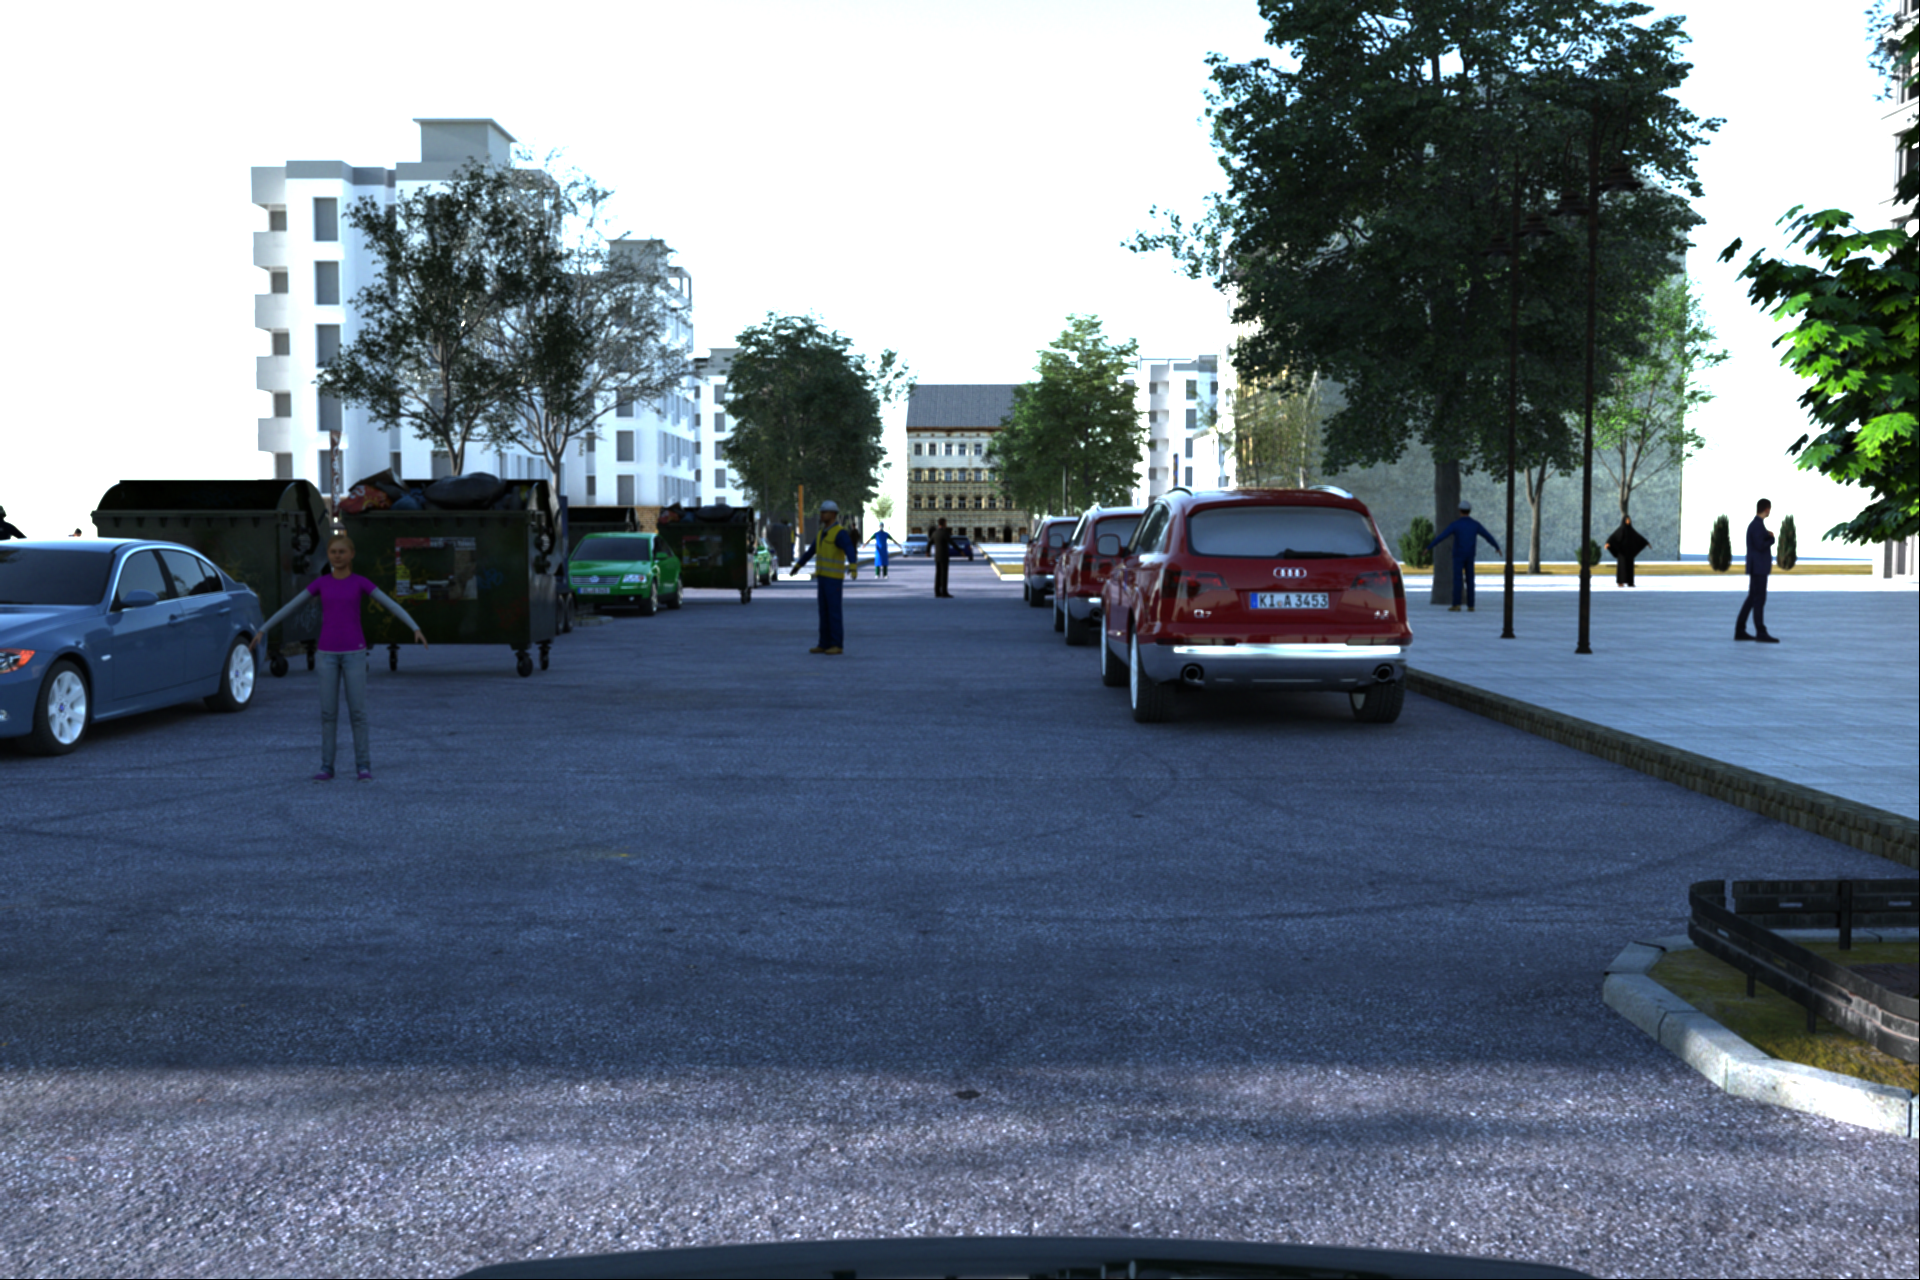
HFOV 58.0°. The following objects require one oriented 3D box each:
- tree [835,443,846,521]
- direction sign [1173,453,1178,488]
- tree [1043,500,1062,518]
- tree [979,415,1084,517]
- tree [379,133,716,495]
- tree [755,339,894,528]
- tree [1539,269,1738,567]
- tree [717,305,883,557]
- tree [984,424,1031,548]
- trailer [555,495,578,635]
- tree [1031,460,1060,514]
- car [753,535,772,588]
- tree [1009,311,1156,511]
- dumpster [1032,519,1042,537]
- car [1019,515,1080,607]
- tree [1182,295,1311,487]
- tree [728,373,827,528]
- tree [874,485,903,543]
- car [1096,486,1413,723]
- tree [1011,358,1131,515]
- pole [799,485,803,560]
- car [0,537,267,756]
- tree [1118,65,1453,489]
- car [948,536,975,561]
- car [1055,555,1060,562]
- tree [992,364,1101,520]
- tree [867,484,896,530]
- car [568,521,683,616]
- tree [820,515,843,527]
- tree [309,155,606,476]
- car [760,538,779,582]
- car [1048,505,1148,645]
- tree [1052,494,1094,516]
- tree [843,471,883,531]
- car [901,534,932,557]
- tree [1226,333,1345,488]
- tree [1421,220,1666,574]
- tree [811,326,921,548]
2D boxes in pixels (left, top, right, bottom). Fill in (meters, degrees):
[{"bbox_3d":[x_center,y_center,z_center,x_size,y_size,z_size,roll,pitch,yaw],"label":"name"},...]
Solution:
[{"bbox_3d":[-9.567,-10.884,128.321,4.360,8.622,3.978,0,3,0],"label":"tree"},{"bbox_3d":[6.074,-3.480,48.898,0.379,3.537,0.876,0,3,0],"label":"direction sign"},{"bbox_3d":[6.652,-12.005,146.650,4.360,8.622,3.978,0,3,0],"label":"tree"},{"bbox_3d":[5.885,-11.642,124.763,8.767,10.594,7.601,-1,4,-19],"label":"tree"},{"bbox_3d":[-12.555,-8.750,53.432,12.009,13.543,11.850,0,3,0],"label":"tree"},{"bbox_3d":[-8.614,-12.550,111.845,9.857,13.997,8.962,0,3,0],"label":"tree"},{"bbox_3d":[26.157,-8.691,67.853,9.928,11.665,9.643,0,3,0],"label":"tree"},{"bbox_3d":[-8.864,-11.522,95.046,9.857,13.997,8.962,0,3,0],"label":"tree"},{"bbox_3d":[6.052,-14.073,155.841,9.928,11.665,9.643,0,3,0],"label":"tree"},{"bbox_3d":[-6.365,-1.043,24.103,1.471,1.999,3.904,0,3,0],"label":"trailer"},{"bbox_3d":[6.180,-11.244,134.199,4.360,8.622,3.978,0,3,0],"label":"tree"},{"bbox_3d":[-6.200,-2.345,47.131,1.959,1.807,4.718,0,4,1],"label":"car"},{"bbox_3d":[6.357,-10.451,88.996,7.486,12.596,7.792,0,3,0],"label":"tree"},{"bbox_3d":[2.915,-2.460,48.441,1.865,1.857,1.264,0,3,0],"label":"dumpster"},{"bbox_3d":[2.376,-1.649,35.640,2.281,1.827,5.304,0,4,0],"label":"car"},{"bbox_3d":[9.029,-6.298,53.337,4.360,8.622,3.978,0,3,0],"label":"tree"},{"bbox_3d":[-9.043,-7.928,79.986,4.360,8.622,3.978,0,3,0],"label":"tree"},{"bbox_3d":[-9.902,-18.408,251.326,4.360,8.622,3.978,0,3,0],"label":"tree"},{"bbox_3d":[2.336,-0.368,14.695,2.281,1.827,5.304,0,4,1],"label":"car"},{"bbox_3d":[6.513,-10.752,101.556,9.928,11.665,9.643,0,3,0],"label":"tree"},{"bbox_3d":[-6.628,-4.796,72.265,0.158,3.312,0.155,0,3,0],"label":"pole"},{"bbox_3d":[-6.648,-0.043,12.704,2.014,1.417,4.499,0,3,0],"label":"car"},{"bbox_3d":[12.902,-13.205,71.798,12.611,20.169,13.585,0,3,0],"label":"tree"},{"bbox_3d":[-0.140,-4.952,93.541,1.945,1.354,3.894,0,3,0],"label":"car"},{"bbox_3d":[2.718,-1.089,29.605,2.131,1.459,4.920,0,4,0],"label":"car"},{"bbox_3d":[5.978,-12.011,114.501,7.486,12.596,7.792,0,3,0],"label":"tree"},{"bbox_3d":[-11.250,-18.135,246.876,4.737,8.622,4.395,0,3,0],"label":"tree"},{"bbox_3d":[-6.220,-1.401,31.697,1.959,1.807,4.718,0,3,0],"label":"car"},{"bbox_3d":[-9.337,-11.353,135.984,4.360,8.622,3.978,0,3,0],"label":"tree"},{"bbox_3d":[-11.993,-6.579,41.972,8.767,10.594,7.601,2,4,32],"label":"tree"},{"bbox_3d":[-6.509,-2.438,52.448,1.945,1.354,3.894,0,3,0],"label":"car"},{"bbox_3d":[2.378,-0.928,23.842,2.281,1.827,5.304,0,4,1],"label":"car"},{"bbox_3d":[16.536,-20.337,250.642,7.486,12.596,7.792,0,3,0],"label":"tree"},{"bbox_3d":[-9.223,-12.007,146.671,4.360,8.622,3.978,0,3,0],"label":"tree"},{"bbox_3d":[-2.646,-5.880,108.143,2.014,1.417,4.499,0,3,0],"label":"car"},{"bbox_3d":[11.705,-6.668,59.386,4.360,8.622,3.978,0,3,0],"label":"tree"},{"bbox_3d":[18.565,-7.953,55.790,9.928,11.665,9.643,0,3,0],"label":"tree"},{"bbox_3d":[-10.845,-18.539,158.994,12.611,20.169,13.585,0,3,0],"label":"tree"}]
